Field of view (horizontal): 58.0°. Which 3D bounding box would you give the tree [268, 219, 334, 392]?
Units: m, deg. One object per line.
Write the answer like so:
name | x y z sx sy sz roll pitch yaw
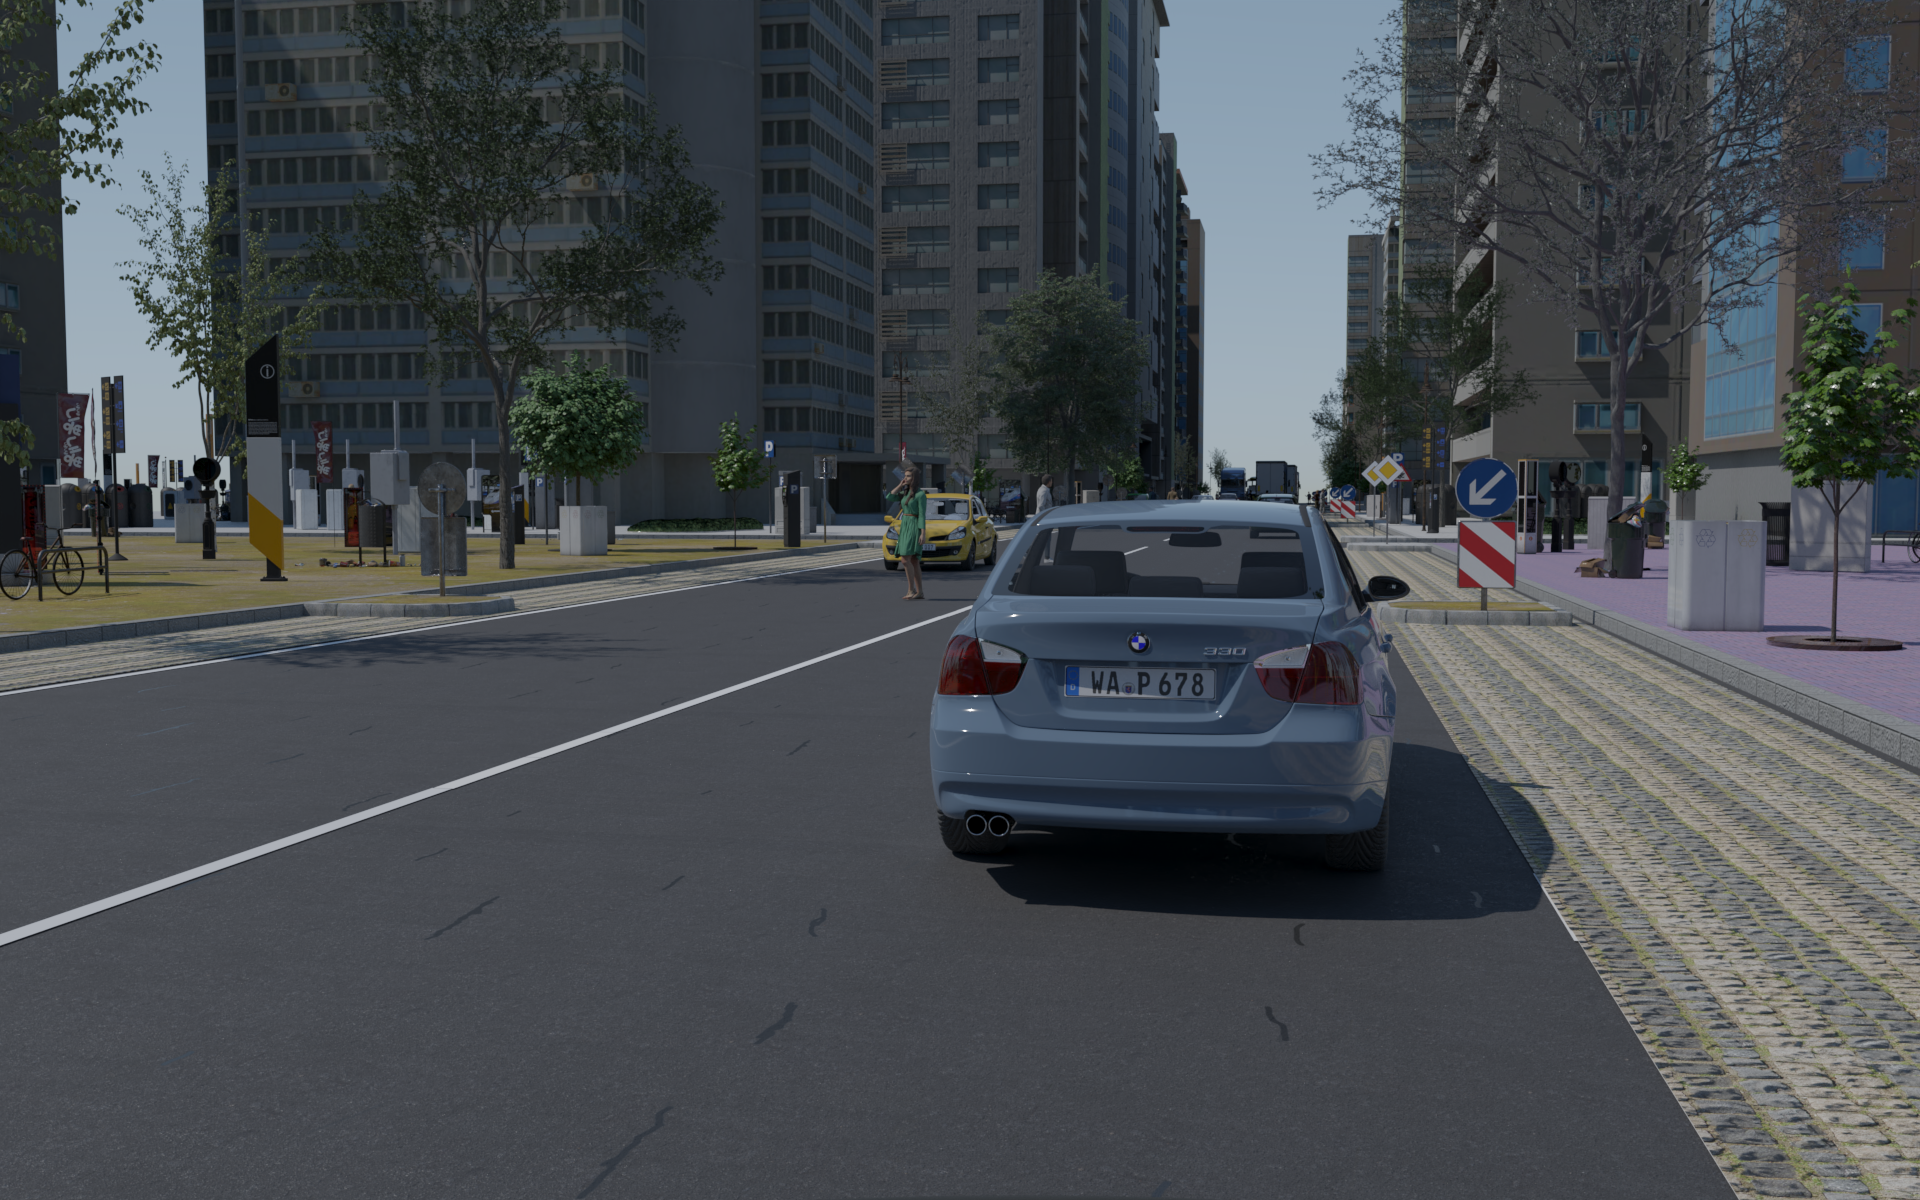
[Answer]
tree | -16.253 -5.357 37.943 4.737 8.622 4.395 0 3 0

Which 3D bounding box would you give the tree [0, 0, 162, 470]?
tree | -9.825 -4.000 15.762 4.737 8.622 4.395 0 3 0

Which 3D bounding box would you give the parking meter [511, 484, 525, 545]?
parking meter | -11.270 -2.181 44.072 0.372 1.533 0.369 0 3 0

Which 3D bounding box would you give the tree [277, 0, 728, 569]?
tree | -7.665 -5.832 29.766 8.767 10.594 7.601 1 4 15

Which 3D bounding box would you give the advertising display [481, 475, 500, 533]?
advertising display | -15.436 -3.209 57.682 0.974 1.923 0.123 -1 4 -23

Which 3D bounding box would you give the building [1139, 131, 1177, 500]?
building | 16.351 -31.079 191.733 14.154 41.232 14.086 1 4 11

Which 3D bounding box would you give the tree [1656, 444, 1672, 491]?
tree | 24.080 -3.854 57.621 1.663 3.219 1.824 0 3 0

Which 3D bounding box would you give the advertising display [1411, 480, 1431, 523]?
advertising display | 20.538 -4.399 77.134 0.974 1.923 0.123 -2 4 -24

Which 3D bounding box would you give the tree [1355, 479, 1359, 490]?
tree | 27.477 -7.509 117.371 1.663 3.219 1.824 0 3 0

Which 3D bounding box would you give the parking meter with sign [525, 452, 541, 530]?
parking meter with sign | -15.073 -4.082 63.001 0.543 3.016 1.738 1 4 20

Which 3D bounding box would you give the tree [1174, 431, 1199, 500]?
tree | 25.971 -15.410 202.311 4.360 8.622 3.978 0 3 0

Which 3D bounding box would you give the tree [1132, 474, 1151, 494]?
tree | 14.798 -8.971 141.275 1.663 3.219 1.824 0 3 0

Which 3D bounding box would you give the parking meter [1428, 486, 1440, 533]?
parking meter | 15.663 -2.988 57.266 0.372 1.533 0.369 0 3 0

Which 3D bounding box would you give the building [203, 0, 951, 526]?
building | -17.321 -23.754 80.257 32.217 40.220 23.993 1 4 11

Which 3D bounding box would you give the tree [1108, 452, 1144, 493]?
tree | 11.857 -8.673 125.509 4.285 4.588 4.351 0 3 0

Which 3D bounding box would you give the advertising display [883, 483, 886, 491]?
advertising display | -4.190 -5.921 102.024 0.974 1.923 0.123 0 4 4

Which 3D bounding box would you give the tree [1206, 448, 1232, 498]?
tree | 42.755 -20.340 282.913 4.737 8.622 4.395 0 3 0

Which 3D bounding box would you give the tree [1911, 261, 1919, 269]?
tree | 21.830 -5.202 35.408 4.737 8.622 4.395 0 3 0

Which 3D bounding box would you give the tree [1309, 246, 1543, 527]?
tree | 18.257 -8.060 66.186 7.601 10.594 8.767 -3 4 -37

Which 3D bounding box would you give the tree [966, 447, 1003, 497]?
tree | 0.659 -4.625 70.221 1.663 3.219 1.824 0 3 0

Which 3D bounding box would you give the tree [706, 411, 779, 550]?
tree | -5.215 -2.775 39.976 1.663 3.219 1.824 0 3 0

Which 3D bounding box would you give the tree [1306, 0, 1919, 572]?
tree | 11.028 -7.234 28.650 12.009 13.543 11.850 0 3 0

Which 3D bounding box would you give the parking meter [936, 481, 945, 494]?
parking meter | -0.896 -4.468 78.766 0.399 1.863 0.255 1 4 18

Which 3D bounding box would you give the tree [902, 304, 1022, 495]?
tree | 0.187 -7.114 66.675 4.360 8.622 3.978 0 3 0

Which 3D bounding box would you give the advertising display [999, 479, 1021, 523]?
advertising display | 2.186 -4.306 75.625 0.974 1.923 0.123 -1 4 -15

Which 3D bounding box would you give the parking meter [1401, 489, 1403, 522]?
parking meter | 20.539 -4.442 81.044 0.372 1.533 0.369 0 3 0

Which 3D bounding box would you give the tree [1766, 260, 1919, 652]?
tree | 7.273 -1.212 14.422 1.663 3.219 1.824 0 3 0

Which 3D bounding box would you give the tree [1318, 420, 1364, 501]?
tree | 38.047 -13.524 171.477 4.737 8.622 4.395 0 3 0

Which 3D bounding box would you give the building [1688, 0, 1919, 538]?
building | 32.351 -24.723 54.330 14.200 45.320 14.600 1 4 11

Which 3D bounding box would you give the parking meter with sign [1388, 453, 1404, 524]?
parking meter with sign | 18.587 -4.756 74.024 0.543 3.016 1.738 0 4 8

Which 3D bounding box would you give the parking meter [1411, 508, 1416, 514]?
parking meter | 29.007 -6.409 110.504 0.255 1.863 0.399 3 5 45

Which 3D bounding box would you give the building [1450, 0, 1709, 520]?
building | 35.001 -27.922 80.233 21.300 48.544 21.600 1 4 11

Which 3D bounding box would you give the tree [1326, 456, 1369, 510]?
tree | 32.652 -9.798 143.908 4.285 4.588 4.351 0 3 0

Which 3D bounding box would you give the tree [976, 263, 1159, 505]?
tree | 5.986 -11.525 95.085 9.857 13.997 8.962 0 3 0

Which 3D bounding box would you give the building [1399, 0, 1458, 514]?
building | 36.645 -26.463 116.259 14.154 41.232 14.086 1 4 11

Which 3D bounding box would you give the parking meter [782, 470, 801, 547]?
parking meter | -4.063 -2.204 41.746 0.399 1.863 0.255 -2 4 -31

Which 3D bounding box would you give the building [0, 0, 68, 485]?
building | -55.989 -27.640 75.620 21.600 48.544 21.300 1 4 11

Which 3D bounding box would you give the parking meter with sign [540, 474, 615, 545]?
parking meter with sign | -9.650 -2.914 43.898 1.738 3.016 0.543 -1 4 -22

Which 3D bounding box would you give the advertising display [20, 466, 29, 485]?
advertising display | -17.468 -1.623 31.757 0.123 1.923 0.974 1 4 13

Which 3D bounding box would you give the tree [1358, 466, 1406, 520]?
tree | 21.381 -5.648 86.948 1.663 3.219 1.824 0 3 0

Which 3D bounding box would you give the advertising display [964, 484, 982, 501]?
advertising display | 0.572 -4.286 75.287 0.974 1.923 0.123 3 5 44

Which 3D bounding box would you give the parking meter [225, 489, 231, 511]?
parking meter | -39.673 -5.232 93.956 0.372 1.533 0.369 0 3 0

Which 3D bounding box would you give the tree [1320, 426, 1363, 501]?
tree | 39.620 -14.072 180.444 4.360 8.622 3.978 0 3 0

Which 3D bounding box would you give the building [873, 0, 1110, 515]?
building | 1.898 -26.204 112.033 14.154 41.232 14.086 1 4 11

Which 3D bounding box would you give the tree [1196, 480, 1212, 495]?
tree | 31.626 -14.240 227.420 1.663 3.219 1.824 0 3 0

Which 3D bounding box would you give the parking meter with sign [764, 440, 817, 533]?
parking meter with sign | -5.537 -3.711 56.933 1.738 3.016 0.543 -3 5 -39

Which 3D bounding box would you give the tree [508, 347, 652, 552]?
tree | -8.623 -3.388 39.115 4.285 4.588 4.351 0 3 0
